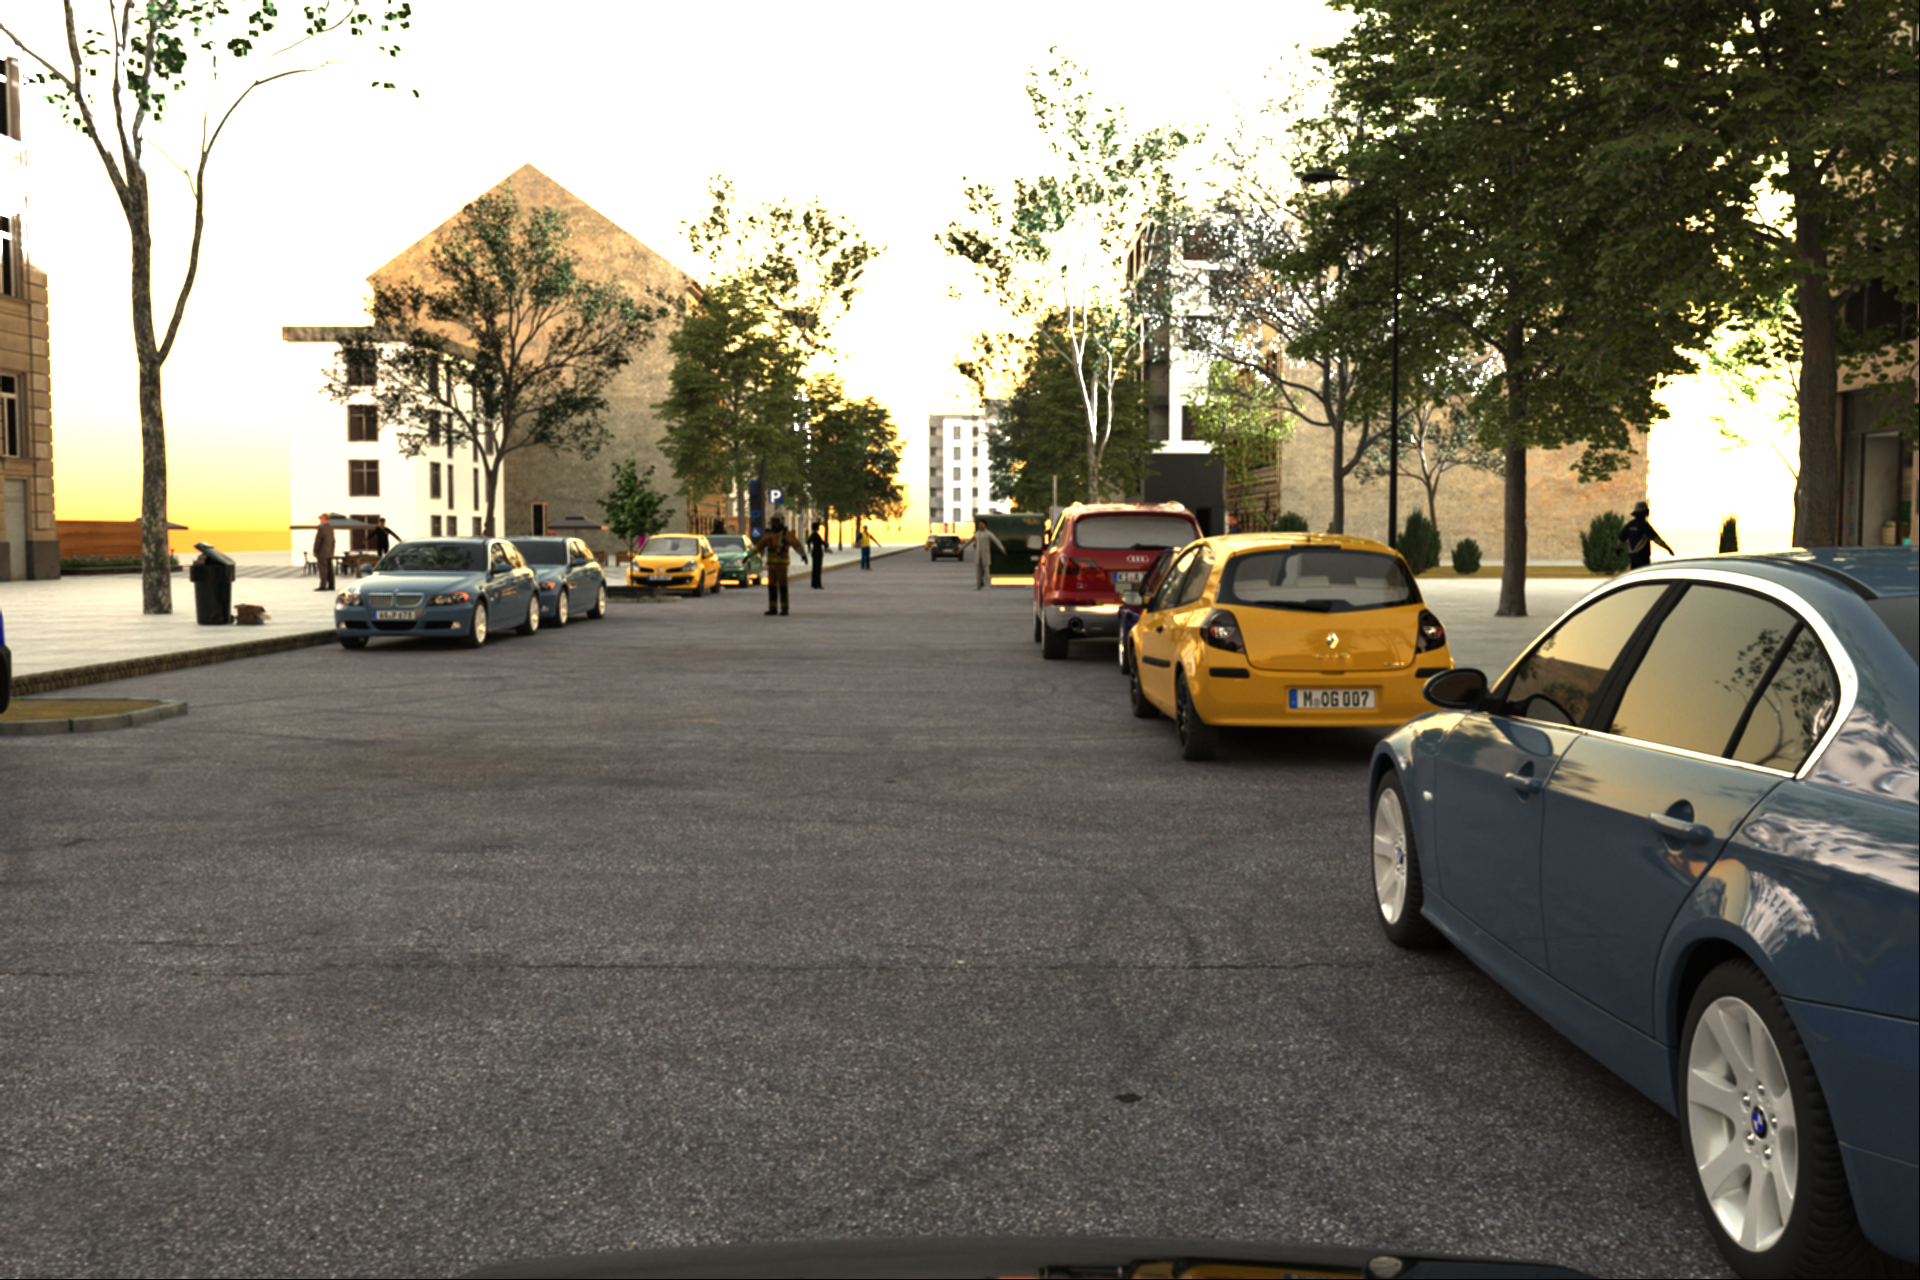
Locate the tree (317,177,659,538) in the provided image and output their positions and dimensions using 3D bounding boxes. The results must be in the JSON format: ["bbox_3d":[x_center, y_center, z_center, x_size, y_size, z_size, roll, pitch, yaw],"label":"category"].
[{"bbox_3d":[-12.555,-6.820,45.916,8.767,10.594,7.601,-2,4,-27],"label":"tree"}]

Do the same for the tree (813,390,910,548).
[{"bbox_3d":[-9.132,-15.189,154.995,9.857,13.997,8.962,0,3,0],"label":"tree"}]

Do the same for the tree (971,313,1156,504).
[{"bbox_3d":[5.770,-11.371,96.286,12.009,13.543,11.850,0,3,0],"label":"tree"}]

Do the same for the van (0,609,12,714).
[{"bbox_3d":[-6.967,-0.268,8.766,2.240,2.365,5.245,0,3,0],"label":"van"}]

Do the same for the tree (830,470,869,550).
[{"bbox_3d":[-8.820,-11.803,143.343,4.360,8.622,3.978,0,3,0],"label":"tree"}]

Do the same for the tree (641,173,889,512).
[{"bbox_3d":[-10.473,-14.425,91.738,12.611,20.169,13.585,0,3,0],"label":"tree"}]

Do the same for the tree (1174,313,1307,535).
[{"bbox_3d":[9.175,-6.586,58.039,4.737,8.622,4.395,0,3,0],"label":"tree"}]

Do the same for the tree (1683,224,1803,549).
[{"bbox_3d":[26.701,-7.890,54.763,9.928,11.665,9.643,0,3,0],"label":"tree"}]

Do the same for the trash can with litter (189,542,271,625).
[{"bbox_3d":[-10.344,-0.807,24.583,1.055,1.170,0.624,0,4,0],"label":"trash can with litter"}]

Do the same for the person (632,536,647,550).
[{"bbox_3d":[-12.319,-3.521,66.835,0.991,1.433,0.599,3,4,37],"label":"person"}]

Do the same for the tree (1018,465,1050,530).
[{"bbox_3d":[6.587,-12.514,154.966,4.737,8.622,4.395,0,3,0],"label":"tree"}]

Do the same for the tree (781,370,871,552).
[{"bbox_3d":[-9.673,-12.369,120.352,7.486,12.596,7.792,0,3,0],"label":"tree"}]

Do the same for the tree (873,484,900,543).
[{"bbox_3d":[-9.730,-17.818,241.686,4.360,8.622,3.978,0,3,0],"label":"tree"}]

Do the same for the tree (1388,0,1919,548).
[{"bbox_3d":[7.507,-5.976,15.839,7.486,12.596,7.792,0,3,0],"label":"tree"}]

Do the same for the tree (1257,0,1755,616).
[{"bbox_3d":[8.636,-6.675,27.271,7.486,12.596,7.792,0,3,0],"label":"tree"}]

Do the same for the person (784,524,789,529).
[{"bbox_3d":[-8.445,-4.704,83.378,0.721,1.772,1.216,0,4,-5],"label":"person"}]

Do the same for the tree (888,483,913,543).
[{"bbox_3d":[-8.742,-18.204,247.989,4.737,8.622,4.395,0,3,0],"label":"tree"}]

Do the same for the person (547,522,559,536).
[{"bbox_3d":[-14.917,-3.451,63.228,0.721,1.733,1.217,3,5,41],"label":"person"}]

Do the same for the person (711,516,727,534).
[{"bbox_3d":[-7.621,-2.973,54.383,0.705,1.856,1.354,-2,4,-35],"label":"person"}]

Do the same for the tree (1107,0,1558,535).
[{"bbox_3d":[8.541,-7.825,38.316,12.009,13.543,11.850,0,3,0],"label":"tree"}]

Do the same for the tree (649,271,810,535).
[{"bbox_3d":[-9.872,-9.617,75.364,7.486,12.596,7.792,0,3,0],"label":"tree"}]

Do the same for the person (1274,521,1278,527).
[{"bbox_3d":[13.777,-4.259,75.493,0.705,1.847,1.347,3,4,36],"label":"person"}]

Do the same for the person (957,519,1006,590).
[{"bbox_3d":[0.569,-2.184,44.354,1.347,1.806,0.705,1,4,22],"label":"person"}]

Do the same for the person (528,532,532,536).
[{"bbox_3d":[-17.919,-4.128,73.713,1.346,1.802,0.704,-2,4,-28],"label":"person"}]

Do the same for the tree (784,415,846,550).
[{"bbox_3d":[-9.681,-9.502,105.724,4.360,8.622,3.978,0,3,0],"label":"tree"}]

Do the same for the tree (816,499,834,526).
[{"bbox_3d":[-21.575,-20.595,243.375,9.857,13.997,8.962,0,3,0],"label":"tree"}]

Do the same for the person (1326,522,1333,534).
[{"bbox_3d":[16.214,-4.244,75.523,0.705,1.813,1.348,-1,4,-14],"label":"person"}]

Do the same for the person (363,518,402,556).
[{"bbox_3d":[-19.914,-3.293,59.777,1.347,1.837,0.705,-1,4,-22],"label":"person"}]

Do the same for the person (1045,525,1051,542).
[{"bbox_3d":[4.248,-4.508,79.842,1.346,1.812,0.704,1,4,17],"label":"person"}]

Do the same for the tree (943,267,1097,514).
[{"bbox_3d":[4.981,-16.511,125.849,12.611,20.169,13.585,0,3,0],"label":"tree"}]

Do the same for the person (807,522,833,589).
[{"bbox_3d":[-3.669,-2.203,45.203,0.721,1.740,1.216,-2,4,-33],"label":"person"}]

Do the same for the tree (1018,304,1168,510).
[{"bbox_3d":[6.565,-10.224,85.289,7.486,12.596,7.792,0,3,0],"label":"tree"}]

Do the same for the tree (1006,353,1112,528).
[{"bbox_3d":[6.154,-11.656,108.707,7.486,12.596,7.792,0,3,0],"label":"tree"}]

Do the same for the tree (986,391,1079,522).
[{"bbox_3d":[6.475,-14.669,146.499,9.857,13.997,8.962,0,3,0],"label":"tree"}]

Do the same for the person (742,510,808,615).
[{"bbox_3d":[-3.225,-1.366,30.565,1.354,1.858,0.705,2,4,28],"label":"person"}]

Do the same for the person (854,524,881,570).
[{"bbox_3d":[-3.766,-3.734,69.484,1.349,1.833,0.705,-3,5,-40],"label":"person"}]

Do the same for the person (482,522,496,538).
[{"bbox_3d":[-20.124,-4.152,74.027,0.704,1.843,1.345,1,4,13],"label":"person"}]

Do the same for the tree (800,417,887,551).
[{"bbox_3d":[-9.421,-12.158,133.202,8.767,10.594,7.601,2,4,27],"label":"tree"}]

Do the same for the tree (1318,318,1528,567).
[{"bbox_3d":[18.540,-8.159,67.812,8.767,10.594,7.601,-1,4,-19],"label":"tree"}]

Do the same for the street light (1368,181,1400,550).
[{"bbox_3d":[6.154,-3.047,22.356,1.470,5.913,1.316,0,4,0],"label":"street light"}]

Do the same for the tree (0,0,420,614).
[{"bbox_3d":[-13.407,-10.401,25.940,12.611,20.169,13.585,0,3,0],"label":"tree"}]

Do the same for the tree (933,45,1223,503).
[{"bbox_3d":[4.193,-13.105,70.159,12.611,20.169,13.585,0,3,0],"label":"tree"}]
